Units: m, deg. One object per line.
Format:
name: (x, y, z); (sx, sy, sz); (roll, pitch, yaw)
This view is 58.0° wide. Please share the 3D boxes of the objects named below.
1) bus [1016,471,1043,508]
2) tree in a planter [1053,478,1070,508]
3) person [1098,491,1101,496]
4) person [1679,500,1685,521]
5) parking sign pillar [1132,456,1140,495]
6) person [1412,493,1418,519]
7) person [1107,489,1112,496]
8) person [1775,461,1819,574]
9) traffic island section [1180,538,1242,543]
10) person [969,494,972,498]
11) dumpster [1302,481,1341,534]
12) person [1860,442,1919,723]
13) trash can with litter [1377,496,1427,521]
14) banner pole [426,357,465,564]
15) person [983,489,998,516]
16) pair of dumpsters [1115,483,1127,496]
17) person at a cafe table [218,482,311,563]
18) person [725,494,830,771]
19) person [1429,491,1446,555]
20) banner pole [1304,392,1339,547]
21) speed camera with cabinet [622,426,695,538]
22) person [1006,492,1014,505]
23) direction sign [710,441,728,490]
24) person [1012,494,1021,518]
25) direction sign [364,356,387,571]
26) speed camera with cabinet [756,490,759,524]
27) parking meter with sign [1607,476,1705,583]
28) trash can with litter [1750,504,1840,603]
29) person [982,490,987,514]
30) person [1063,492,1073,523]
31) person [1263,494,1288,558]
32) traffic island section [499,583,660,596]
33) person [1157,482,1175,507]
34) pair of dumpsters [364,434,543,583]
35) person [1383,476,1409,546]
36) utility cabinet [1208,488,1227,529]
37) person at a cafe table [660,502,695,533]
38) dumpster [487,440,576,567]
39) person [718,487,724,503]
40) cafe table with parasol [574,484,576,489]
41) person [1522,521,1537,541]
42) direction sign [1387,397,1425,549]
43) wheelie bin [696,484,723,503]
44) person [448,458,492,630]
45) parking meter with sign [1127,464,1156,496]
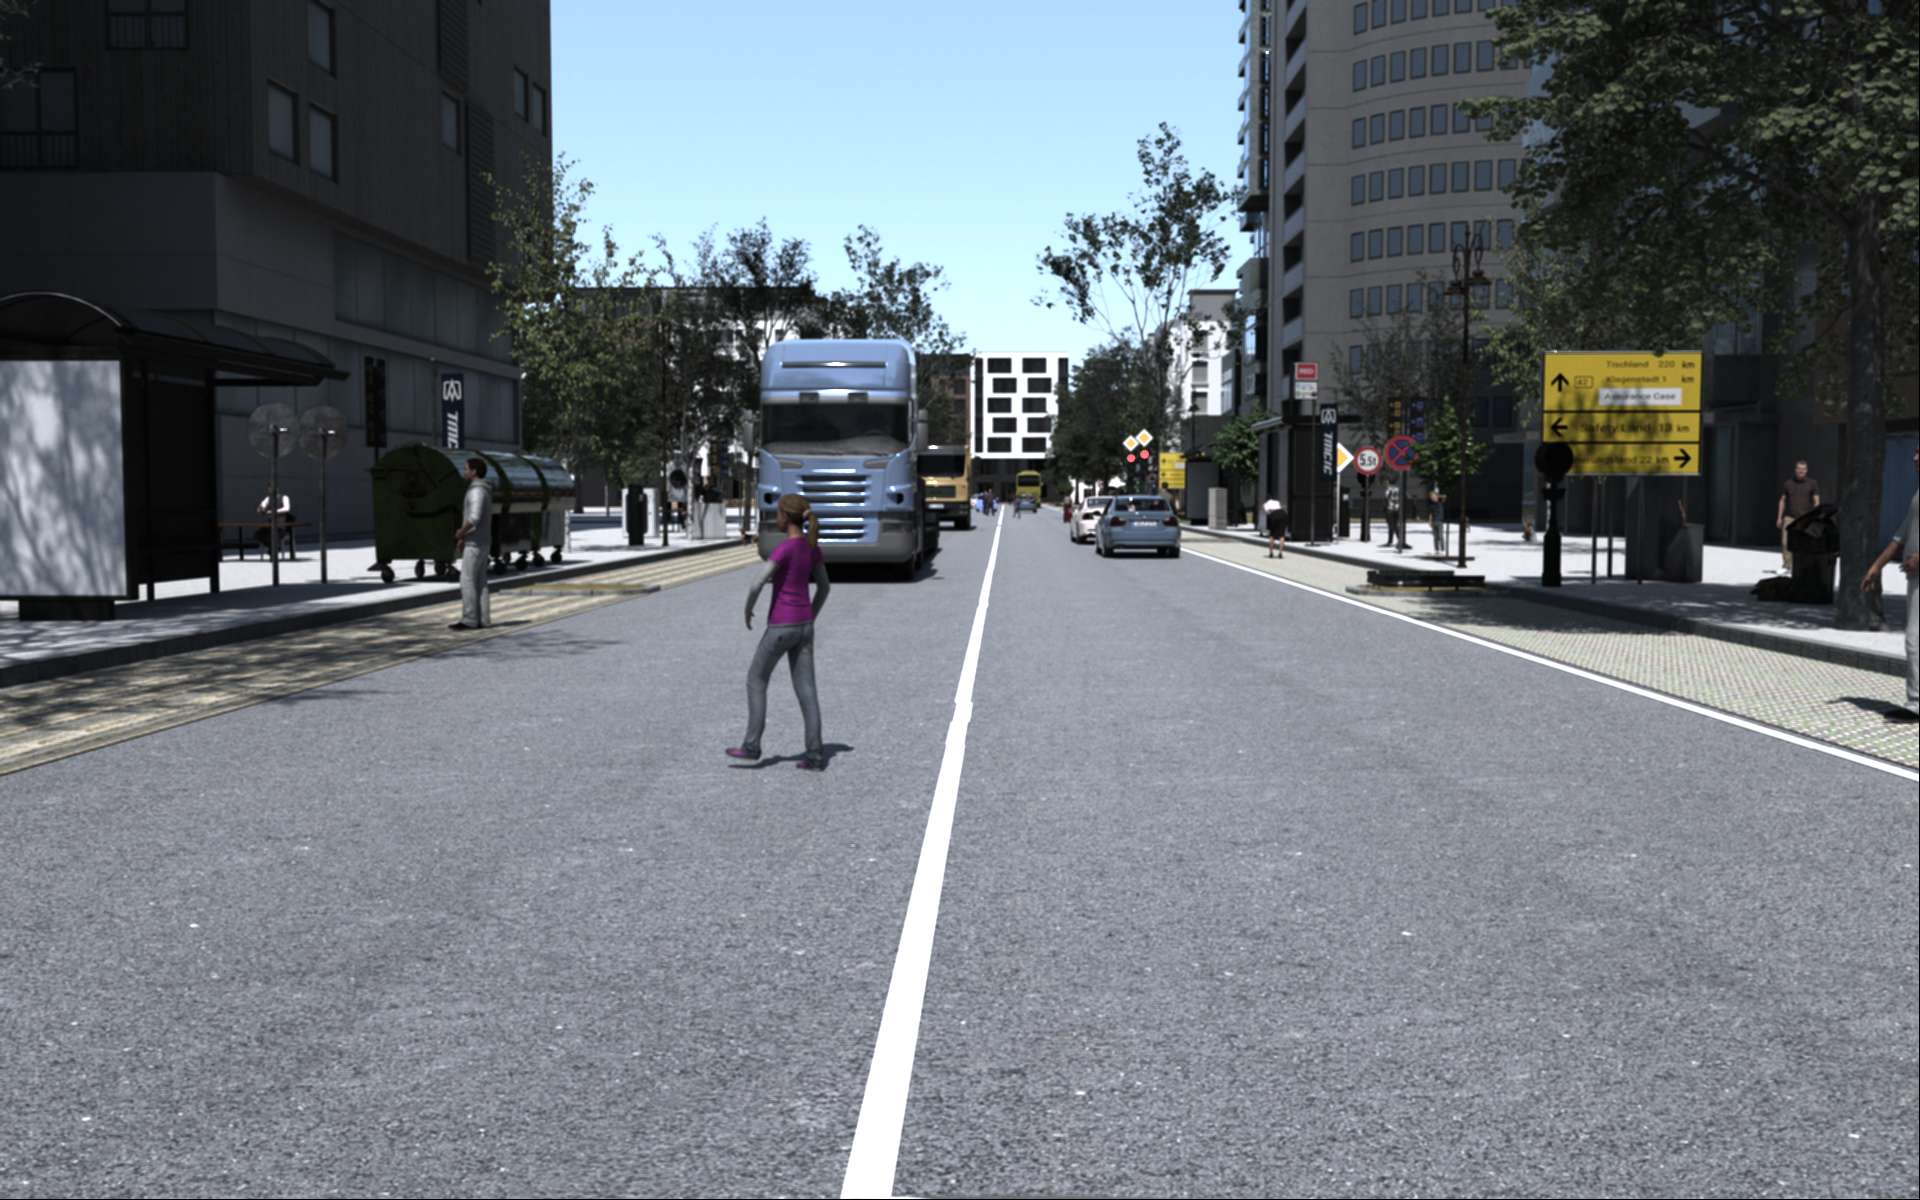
bus: (7.289, -11.678, 182.488); (2.896, 3.916, 12.252); (0, 4, 3)
tree in a planter: (10.815, -11.434, 184.167); (1.991, 3.239, 1.994); (0, 4, 2)
person: (11.863, -8.518, 147.513); (0.569, 1.553, 0.471); (-1, 4, -20)
person: (12.606, -1.521, 31.064); (0.789, 1.805, 0.875); (-3, 5, -43)
parking sign pillar: (11.915, -7.814, 116.236); (1.447, 3.967, 1.447); (-2, 4, -28)
person: (23.096, -4.771, 87.955); (0.340, 1.345, 0.435); (-1, 4, -12)
person: (8.703, -5.545, 99.962); (0.445, 1.727, 0.742); (-1, 4, -9)
person: (13.316, -1.309, 27.568); (0.434, 1.807, 0.598); (-3, 4, -37)
traffic island section: (7.319, -1.769, 51.796); (1.991, 0.108, 1.994); (0, 4, 2)
person: (0.586, -8.030, 140.514); (0.841, 1.734, 0.376); (-2, 4, -31)
dumpster: (11.646, -3.089, 56.263); (1.264, 1.857, 1.865); (0, 4, 1)
person: (5.979, -0.135, 10.849); (0.789, 1.805, 0.875); (0, 4, 8)
trash can with litter: (21.111, -4.395, 82.915); (2.233, 1.210, 1.678); (2, 4, 28)
banner pole: (-9.409, -2.550, 31.705); (0.863, 3.779, 0.401); (1, 4, 17)
person: (2.038, -6.469, 114.826); (0.990, 1.755, 0.434); (0, 4, 1)
pair of dumpsters: (12.899, -8.042, 133.984); (1.574, 2.255, 4.437); (0, 4, 1)
person at a cafe table: (-13.279, -1.502, 33.074); (1.698, 1.524, 1.622); (0, 4, 8)
person: (-0.992, 0.169, 8.970); (0.776, 1.435, 0.726); (2, 4, 35)
person: (10.036, -1.616, 36.366); (0.435, 1.345, 0.340); (2, 4, 34)
banner pole: (8.831, -3.195, 42.256); (0.863, 3.779, 0.401); (3, 4, 36)
speed camera with cabinet: (-8.826, -3.443, 50.622); (2.038, 3.252, 0.660); (0, 4, 6)
person: (6.380, -12.840, 219.157); (1.217, 1.735, 0.721); (2, 4, 25)
direction sign: (-10.294, -5.021, 74.084); (0.876, 3.537, 0.379); (2, 4, 24)
person: (3.304, -5.566, 102.742); (0.776, 1.435, 0.726); (0, 4, 2)
direction sign: (-9.734, -2.257, 28.907); (0.379, 3.537, 0.876); (0, 4, 2)
speed camera with cabinet: (-8.219, -4.894, 74.359); (0.660, 3.252, 2.038); (1, 4, 12)
parking meter with sign: (10.290, -1.802, 25.731); (0.543, 3.016, 1.738); (-1, 4, -23)
trash can with litter: (9.857, -0.556, 20.484); (0.624, 1.170, 1.055); (-2, 4, -27)
person: (1.756, -6.903, 122.282); (0.541, 1.710, 0.530); (-2, 4, -27)
person: (5.383, -4.615, 86.425); (0.523, 1.526, 0.387); (2, 4, 29)
person: (6.988, -1.638, 38.475); (0.628, 1.438, 0.799); (-3, 5, -43)
traffic island section: (-5.447, -0.144, 25.213); (1.991, 0.108, 1.994); (0, 4, 2)
person: (5.397, -2.265, 46.058); (0.617, 1.759, 0.750); (0, 4, -4)
pair of dumpsters: (-7.802, -1.495, 26.933); (1.574, 2.255, 4.437); (0, 4, 1)
person: (10.650, -2.190, 42.565); (0.841, 1.734, 0.376); (-2, 4, -31)
utility cabinet: (9.479, -3.359, 63.604); (0.318, 1.500, 1.173); (2, 4, 28)
person at a cafe table: (-9.568, -2.903, 58.332); (1.726, 1.238, 1.698); (-1, 4, -19)
dumpster: (-7.891, -1.754, 31.167); (1.502, 2.255, 1.985); (0, 4, 2)
person: (-14.029, -5.752, 101.001); (0.541, 1.710, 0.530); (2, 4, 31)
cafe table with parasol: (-11.904, -2.610, 47.538); (2.610, 1.966, 2.610); (0, 4, 4)
person: (15.564, -1.883, 47.298); (0.357, 0.543, 0.381); (3, 4, 36)
direction sign: (10.370, -2.958, 40.353); (0.876, 3.537, 0.379); (0, 4, -7)
wheelie bin: (-7.917, -2.870, 54.837); (0.693, 1.594, 0.980); (1, 4, 14)
person: (-5.149, -0.584, 18.192); (0.789, 1.805, 0.875); (0, 4, -4)
parking meter with sign: (11.290, -6.827, 107.880); (1.738, 3.016, 0.543); (1, 4, 12)
